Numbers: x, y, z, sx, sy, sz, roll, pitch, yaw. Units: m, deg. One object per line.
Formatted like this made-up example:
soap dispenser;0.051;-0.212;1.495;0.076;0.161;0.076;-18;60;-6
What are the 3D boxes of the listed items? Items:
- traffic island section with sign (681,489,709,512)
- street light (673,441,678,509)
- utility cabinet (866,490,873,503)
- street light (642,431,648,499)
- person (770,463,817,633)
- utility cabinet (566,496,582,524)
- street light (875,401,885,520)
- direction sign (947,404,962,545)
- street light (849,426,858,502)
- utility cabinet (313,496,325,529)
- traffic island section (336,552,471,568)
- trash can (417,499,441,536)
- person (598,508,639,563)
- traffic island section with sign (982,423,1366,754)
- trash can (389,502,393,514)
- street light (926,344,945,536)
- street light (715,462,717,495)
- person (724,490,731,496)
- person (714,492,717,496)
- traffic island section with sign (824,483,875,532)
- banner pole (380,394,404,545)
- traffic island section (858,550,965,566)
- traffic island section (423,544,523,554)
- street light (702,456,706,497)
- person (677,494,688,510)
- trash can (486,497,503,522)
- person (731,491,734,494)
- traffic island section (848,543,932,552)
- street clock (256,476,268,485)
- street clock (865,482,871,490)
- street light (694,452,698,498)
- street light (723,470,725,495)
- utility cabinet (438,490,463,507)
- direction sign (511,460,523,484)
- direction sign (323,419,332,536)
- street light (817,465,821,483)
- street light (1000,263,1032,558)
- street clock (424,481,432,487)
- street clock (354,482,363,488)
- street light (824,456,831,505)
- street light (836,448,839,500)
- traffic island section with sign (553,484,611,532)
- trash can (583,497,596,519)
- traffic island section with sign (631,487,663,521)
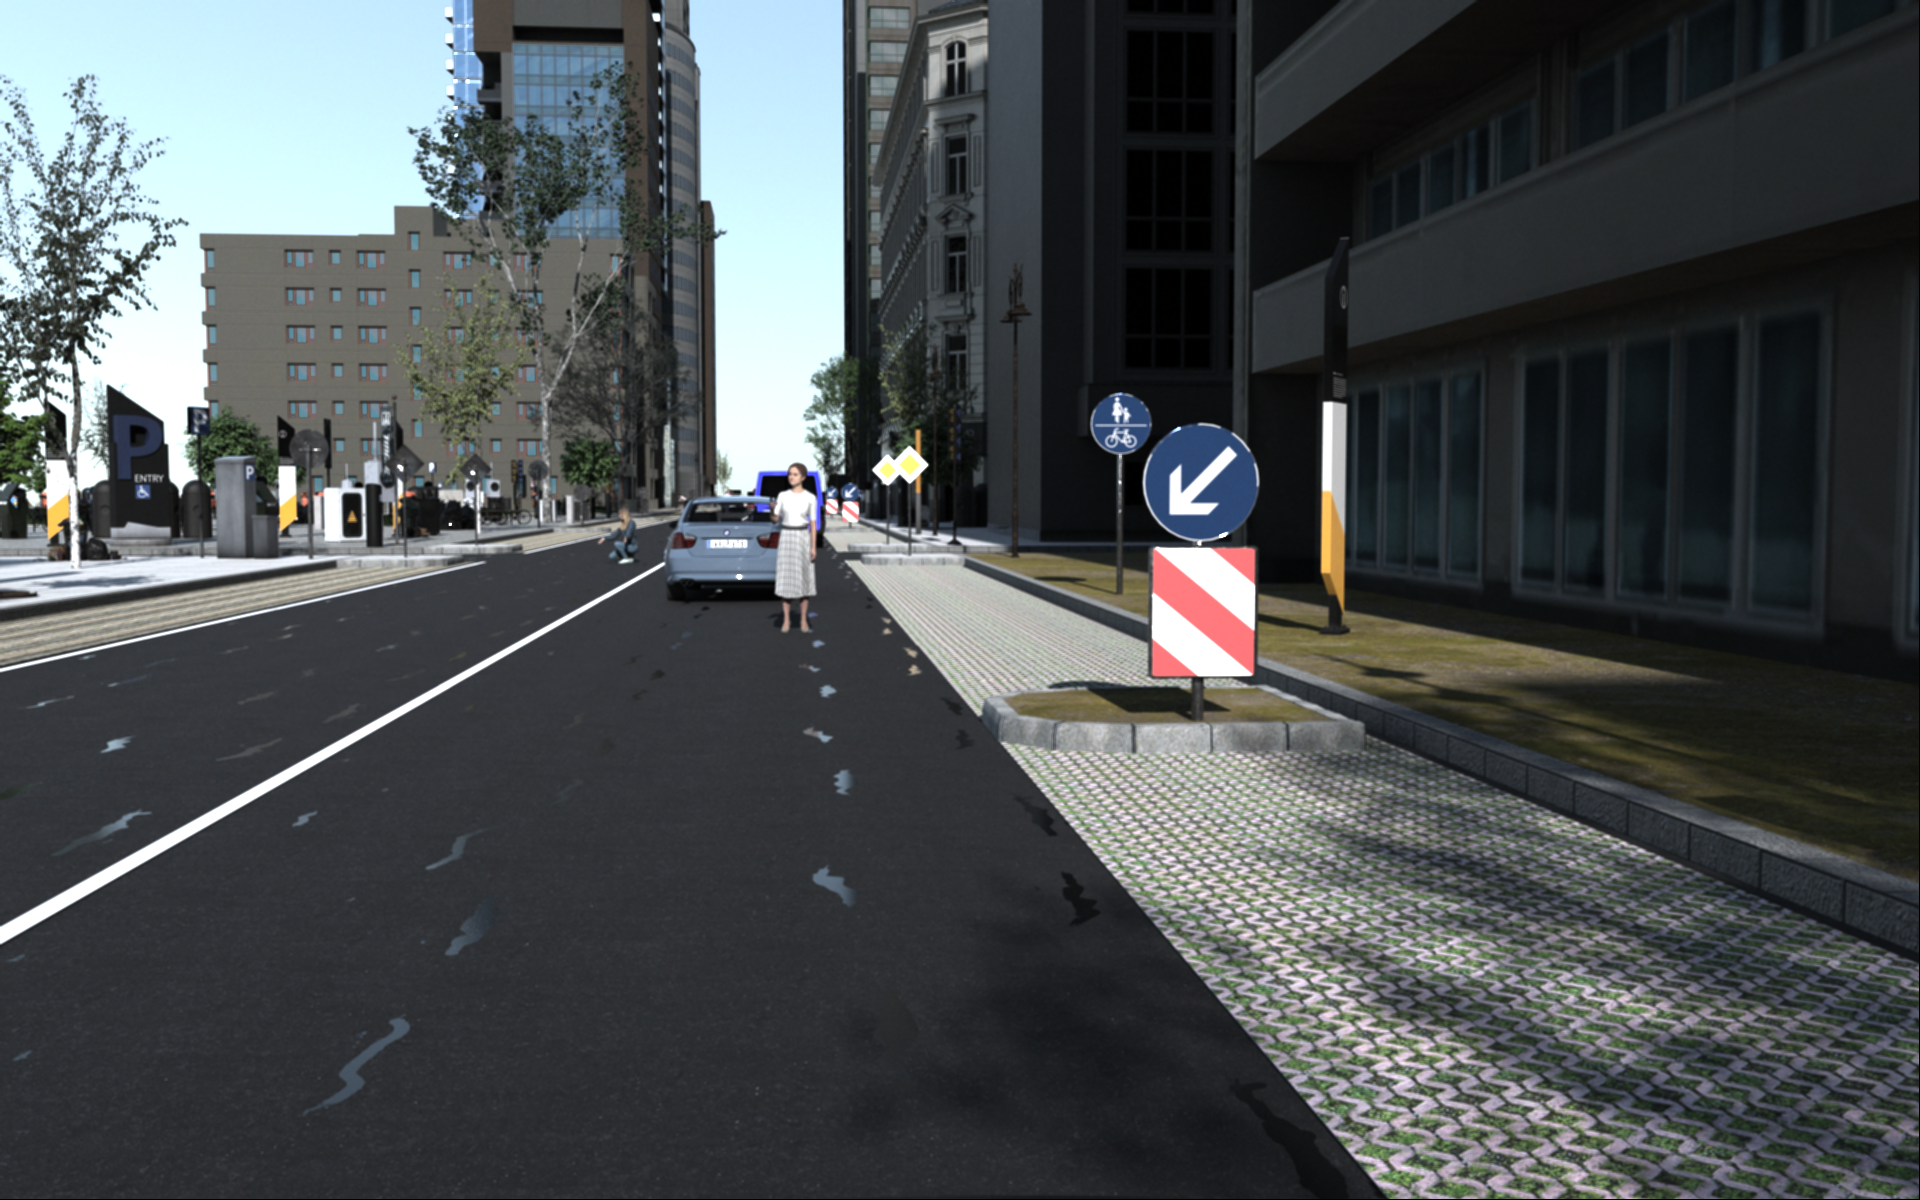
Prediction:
traffic island section with sign;-21.849;-8.165;142.120;1.989;1.847;2.006;0;4;-6
street light;-24.848;-10.926;151.420;0.468;5.910;1.993;0;4;-6
utility cabinet;-4.523;-5.093;91.942;0.318;1.500;1.173;2;4;35
street light;-21.624;-8.943;119.007;0.468;5.910;1.993;0;4;-6
person;-1.717;-0.536;17.839;0.480;1.755;0.524;0;4;-2
utility cabinet;-16.879;-3.950;75.743;0.306;1.237;1.020;1;4;11
street light;-3.926;-6.926;86.024;0.468;5.910;1.993;0;4;-6
direction sign;-0.137;-3.167;43.776;0.379;3.537;0.876;1;4;20
street light;-7.148;-8.908;118.437;0.468;5.910;1.993;0;4;-6
utility cabinet;-23.342;-3.193;63.372;0.306;1.237;1.020;0;4;-3
traffic island section;-11.213;-0.776;34.970;2.009;0.180;2.903;0;4;-6
trash can;-16.392;-2.559;53.489;0.748;1.137;0.748;0;3;0
person;-7.000;-1.340;35.910;0.738;1.151;1.012;-2;4;-30
traffic island section with sign;1.172;-0.112;10.462;1.989;1.847;2.006;0;4;-6
trash can;-29.030;-4.730;88.984;0.748;1.137;0.748;0;3;0
street light;-0.772;-4.932;53.424;0.468;5.910;1.993;0;4;-6
street light;-33.021;-16.018;234.686;0.468;5.910;1.993;0;4;-6
person;-16.586;-7.008;124.015;0.756;1.711;0.436;-2;4;-32
person;-26.098;-10.735;184.931;0.530;1.710;0.541;1;4;18
traffic island section with sign;-4.267;-3.467;65.319;1.989;1.847;2.006;0;4;-6
banner pole;-14.374;-3.284;43.719;0.863;3.779;0.401;3;5;40
traffic island section;-1.021;-0.837;35.971;2.009;0.180;2.903;0;4;-6
traffic island section;-12.001;-1.262;42.916;2.009;0.180;2.903;0;4;-6
street light;-29.860;-14.035;202.267;0.468;5.910;1.993;0;4;-6
person;-19.500;-6.727;121.675;0.628;1.438;0.799;2;4;23
trash can;-21.612;-4.207;80.433;0.748;1.137;0.748;0;3;0
person;-26.675;-11.890;202.843;1.348;1.831;0.705;1;4;21
traffic island section;-1.809;-1.323;43.918;2.009;0.180;2.903;0;4;-6
street clock;-27.507;-3.893;68.215;0.471;2.002;0.358;-2;4;-25
street clock;-5.356;-5.903;101.090;0.358;2.002;0.471;-2;4;-24
street light;-28.082;-12.956;184.612;0.468;5.910;1.993;0;4;-6
street light;-36.414;-18.021;267.436;0.468;5.910;1.993;0;4;-6
utility cabinet;-25.857;-4.851;87.989;1.173;1.500;0.318;-2;4;-32
direction sign;-29.610;-7.576;115.857;0.876;3.537;0.379;1;4;20
direction sign;-19.106;-3.694;52.397;0.379;3.537;0.876;-1;4;-9
street light;-19.687;-16.623;244.574;0.468;5.910;1.993;0;4;-6
street light;1.115;-3.797;34.869;0.468;5.910;1.993;0;4;-6
street clock;-30.351;-5.774;98.975;0.471;2.002;0.358;0;4;-6
street clock;-36.424;-6.139;104.945;0.471;2.002;0.358;-3;4;-38
street light;-14.701;-13.544;194.228;0.468;5.910;1.993;0;4;-6
street light;-11.506;-11.561;161.812;0.468;5.910;1.993;0;4;-6
traffic island section with sign;-14.248;-3.475;65.450;1.989;1.847;2.006;0;4;-6
trash can;-19.245;-4.787;89.924;0.748;1.137;0.748;0;3;0
traffic island section with sign;-16.932;-5.132;92.533;1.989;1.847;2.006;0;4;-6
